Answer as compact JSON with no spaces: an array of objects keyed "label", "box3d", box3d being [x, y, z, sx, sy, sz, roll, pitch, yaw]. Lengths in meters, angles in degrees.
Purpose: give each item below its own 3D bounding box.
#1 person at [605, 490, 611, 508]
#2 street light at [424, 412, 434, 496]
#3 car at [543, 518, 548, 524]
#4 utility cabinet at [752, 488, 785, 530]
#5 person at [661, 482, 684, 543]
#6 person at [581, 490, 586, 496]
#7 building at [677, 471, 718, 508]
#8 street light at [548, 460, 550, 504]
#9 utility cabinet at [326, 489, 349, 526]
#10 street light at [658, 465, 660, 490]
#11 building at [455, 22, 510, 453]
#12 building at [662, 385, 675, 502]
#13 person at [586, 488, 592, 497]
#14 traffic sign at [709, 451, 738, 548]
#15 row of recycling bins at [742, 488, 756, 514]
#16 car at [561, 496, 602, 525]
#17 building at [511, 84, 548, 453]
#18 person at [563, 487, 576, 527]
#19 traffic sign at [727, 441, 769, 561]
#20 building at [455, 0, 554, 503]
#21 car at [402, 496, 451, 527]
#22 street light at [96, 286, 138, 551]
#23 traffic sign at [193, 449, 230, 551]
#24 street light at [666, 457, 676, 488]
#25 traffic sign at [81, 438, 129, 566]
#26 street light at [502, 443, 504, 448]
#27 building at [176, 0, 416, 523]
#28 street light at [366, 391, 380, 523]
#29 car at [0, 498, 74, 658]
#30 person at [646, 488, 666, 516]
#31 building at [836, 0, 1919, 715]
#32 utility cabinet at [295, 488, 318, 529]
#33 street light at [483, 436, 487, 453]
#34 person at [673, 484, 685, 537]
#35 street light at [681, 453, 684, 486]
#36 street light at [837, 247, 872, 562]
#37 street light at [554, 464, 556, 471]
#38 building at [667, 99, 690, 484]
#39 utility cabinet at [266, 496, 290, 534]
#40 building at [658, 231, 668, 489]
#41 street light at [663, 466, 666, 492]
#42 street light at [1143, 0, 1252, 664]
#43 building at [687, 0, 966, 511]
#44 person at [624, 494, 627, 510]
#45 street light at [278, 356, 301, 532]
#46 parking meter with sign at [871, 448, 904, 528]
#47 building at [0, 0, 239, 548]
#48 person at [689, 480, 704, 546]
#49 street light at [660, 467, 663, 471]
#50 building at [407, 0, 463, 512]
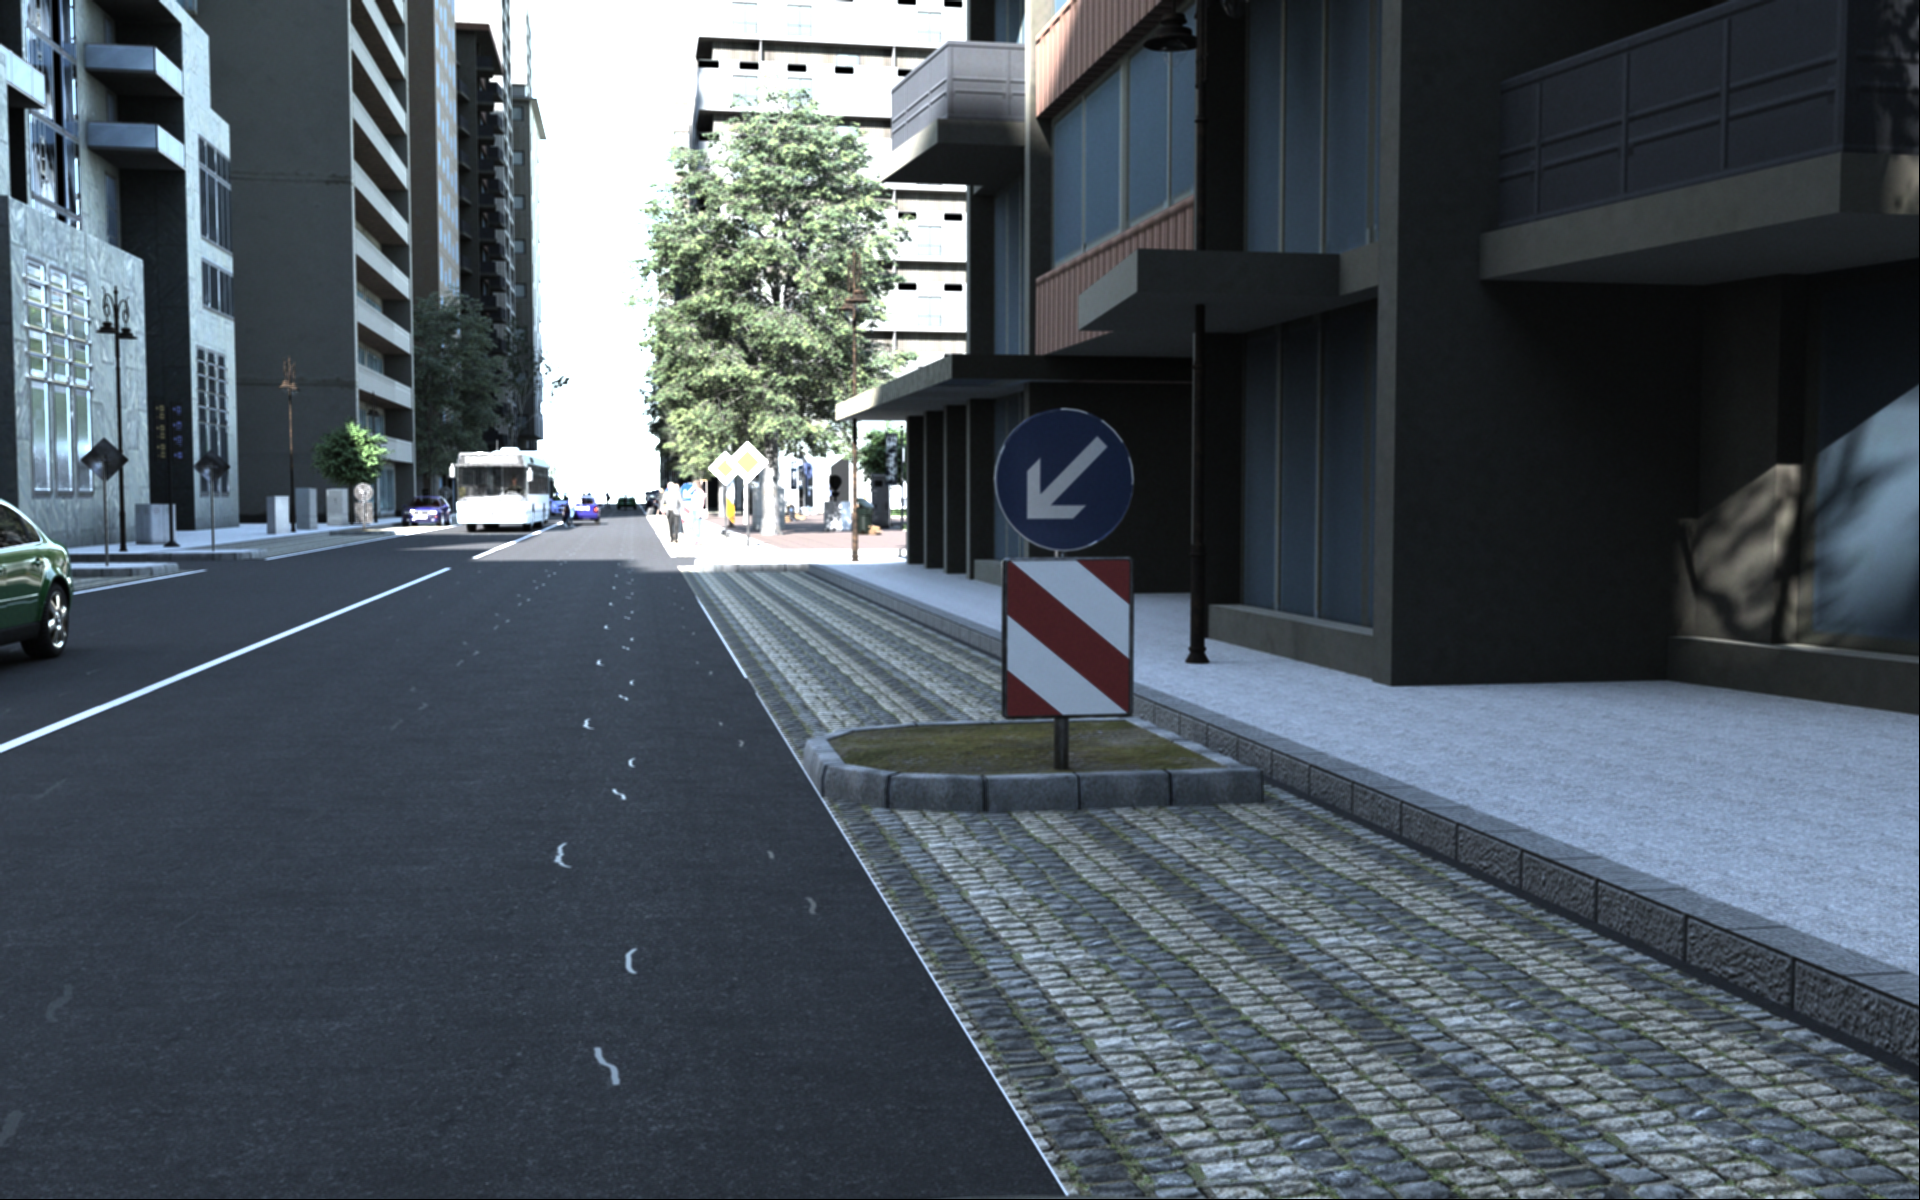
[{"label":"person","box3d":[-35.381,-10.149,174.306,0.599,1.838,0.709,2,4,34]},{"label":"street light","box3d":[-29.989,-7.655,97.953,0.468,5.910,1.993,-1,4,-11]},{"label":"car","box3d":[-21.161,-4.424,84.699,2.083,1.381,4.827,-1,4,-12]},{"label":"utility cabinet","box3d":[-6.833,-3.246,61.759,1.173,1.500,0.318,-2,4,-34]},{"label":"person","box3d":[-8.336,-2.525,50.183,0.661,1.777,0.834,-1,4,-9]},{"label":"person","box3d":[-28.216,-7.364,129.582,0.721,1.739,1.217,2,4,31]},{"label":"building","box3d":[-16.773,-44.500,165.835,20.563,71.187,20.611,-1,4,-11]},{"label":"street light","box3d":[-55.823,-16.048,235.169,0.468,5.910,1.993,-1,4,-11]},{"label":"utility cabinet","box3d":[-24.985,-3.718,69.473,1.173,1.500,0.318,3,5,41]},{"label":"street light","box3d":[-43.264,-17.040,251.393,0.468,5.910,1.993,-1,4,-11]},{"label":"building","box3d":[-53.199,-30.780,157.882,22.147,44.769,28.867,-1,4,-11]},{"label":"building","box3d":[-28.055,-24.516,245.873,27.650,21.520,28.899,-1,4,-11]},{"label":"person","box3d":[-24.312,-6.432,113.694,0.654,1.822,0.581,3,4,37]},{"label":"traffic sign","box3d":[-5.523,-2.274,40.829,0.795,2.450,0.064,-1,4,-11]},{"label":"row of recycling bins","box3d":[-12.592,-6.291,109.978,3.534,1.692,1.069,3,5,45]},{"label":"car","box3d":[-17.923,-4.246,82.003,1.945,1.354,3.894,-1,4,-12]},{"label":"building","box3d":[-68.524,-38.879,224.914,28.713,52.752,27.495,-1,4,-11]},{"label":"person","box3d":[-16.782,-3.995,74.482,0.598,1.740,0.731,-2,4,-27]},{"label":"traffic sign","box3d":[-4.040,-1.794,32.982,0.795,2.450,0.064,-1,4,-11]},{"label":"building","box3d":[-69.526,-49.583,248.936,20.563,71.187,20.611,-1,4,-11]},{"label":"car","box3d":[-23.755,-3.949,77.148,1.945,1.354,3.894,-1,4,-9]},{"label":"street light","box3d":[-18.749,-4.027,38.634,0.468,5.910,1.993,-1,4,-11]},{"label":"traffic sign","box3d":[-16.723,-2.147,38.742,0.795,2.450,0.064,-1,4,-11]},{"label":"street light","box3d":[-31.621,-13.279,189.901,0.468,5.910,1.993,-1,4,-11]},{"label":"traffic sign","box3d":[-15.241,-1.667,30.895,0.795,2.450,0.064,-1,4,-11]},{"label":"street light","box3d":[-40.582,-11.085,154.028,0.468,5.910,1.993,-1,4,-11]},{"label":"building","box3d":[-39.112,-28.137,83.745,21.300,48.544,21.600,-1,4,-11]},{"label":"street light","box3d":[-26.329,-6.428,77.891,0.468,5.910,1.993,-1,4,-11]},{"label":"car","box3d":[-8.537,-0.300,13.698,1.959,1.807,4.718,-1,4,-11]},{"label":"person","box3d":[-19.366,-6.249,110.885,1.509,1.804,0.699,3,5,39]},{"label":"building","box3d":[10.785,-22.355,20.126,22.147,44.769,28.867,-1,4,-11]},{"label":"utility cabinet","box3d":[-23.638,-3.302,62.660,0.318,1.500,1.173,-3,5,-44]},{"label":"street light","box3d":[-36.878,-9.884,134.383,0.468,5.910,1.993,-1,4,-11]},{"label":"person","box3d":[-9.375,-2.961,57.330,0.576,1.772,0.534,1,4,10]},{"label":"street light","box3d":[-24.174,-10.866,150.443,0.468,5.910,1.993,-1,4,-11]},{"label":"street light","box3d":[-1.986,-3.660,32.634,0.468,5.910,1.993,-1,4,-11]},{"label":"street light","box3d":[-59.784,-17.301,255.651,0.468,5.910,1.993,-1,4,-11]},{"label":"building","box3d":[-23.309,-30.590,183.748,14.154,41.232,14.086,-1,4,-11]},{"label":"utility cabinet","box3d":[-21.969,-2.729,55.777,0.306,1.237,1.020,0,4,4]},{"label":"building","box3d":[-39.179,-35.613,265.870,14.154,41.232,14.086,-1,4,-11]},{"label":"street light","box3d":[-35.672,-14.587,211.287,0.468,5.910,1.993,-1,4,-11]},{"label":"street light","box3d":[1.806,-2.460,13.006,0.468,5.910,1.993,-1,4,-11]},{"label":"building","box3d":[-8.399,-33.876,143.103,28.713,52.752,27.495,-1,4,-11]},{"label":"person","box3d":[-29.865,-8.725,154.419,0.557,1.426,1.065,-1,4,-16]},{"label":"street light","box3d":[-22.499,-5.228,58.270,0.468,5.910,1.993,-1,4,-11]},{"label":"parking meter with sign","box3d":[-2.975,-4.198,64.897,1.738,3.016,0.543,0,4,3]},{"label":"building","box3d":[-34.343,-44.991,48.279,22.319,86.520,31.000,-1,4,-11]},{"label":"person","box3d":[-7.267,-2.397,47.696,0.555,1.821,0.388,3,5,39]},{"label":"street light","box3d":[-39.542,-15.824,231.511,0.468,5.910,1.993,-1,4,-11]},{"label":"building","box3d":[-41.763,-28.563,117.108,14.600,45.320,14.200,-1,4,-11]}]
